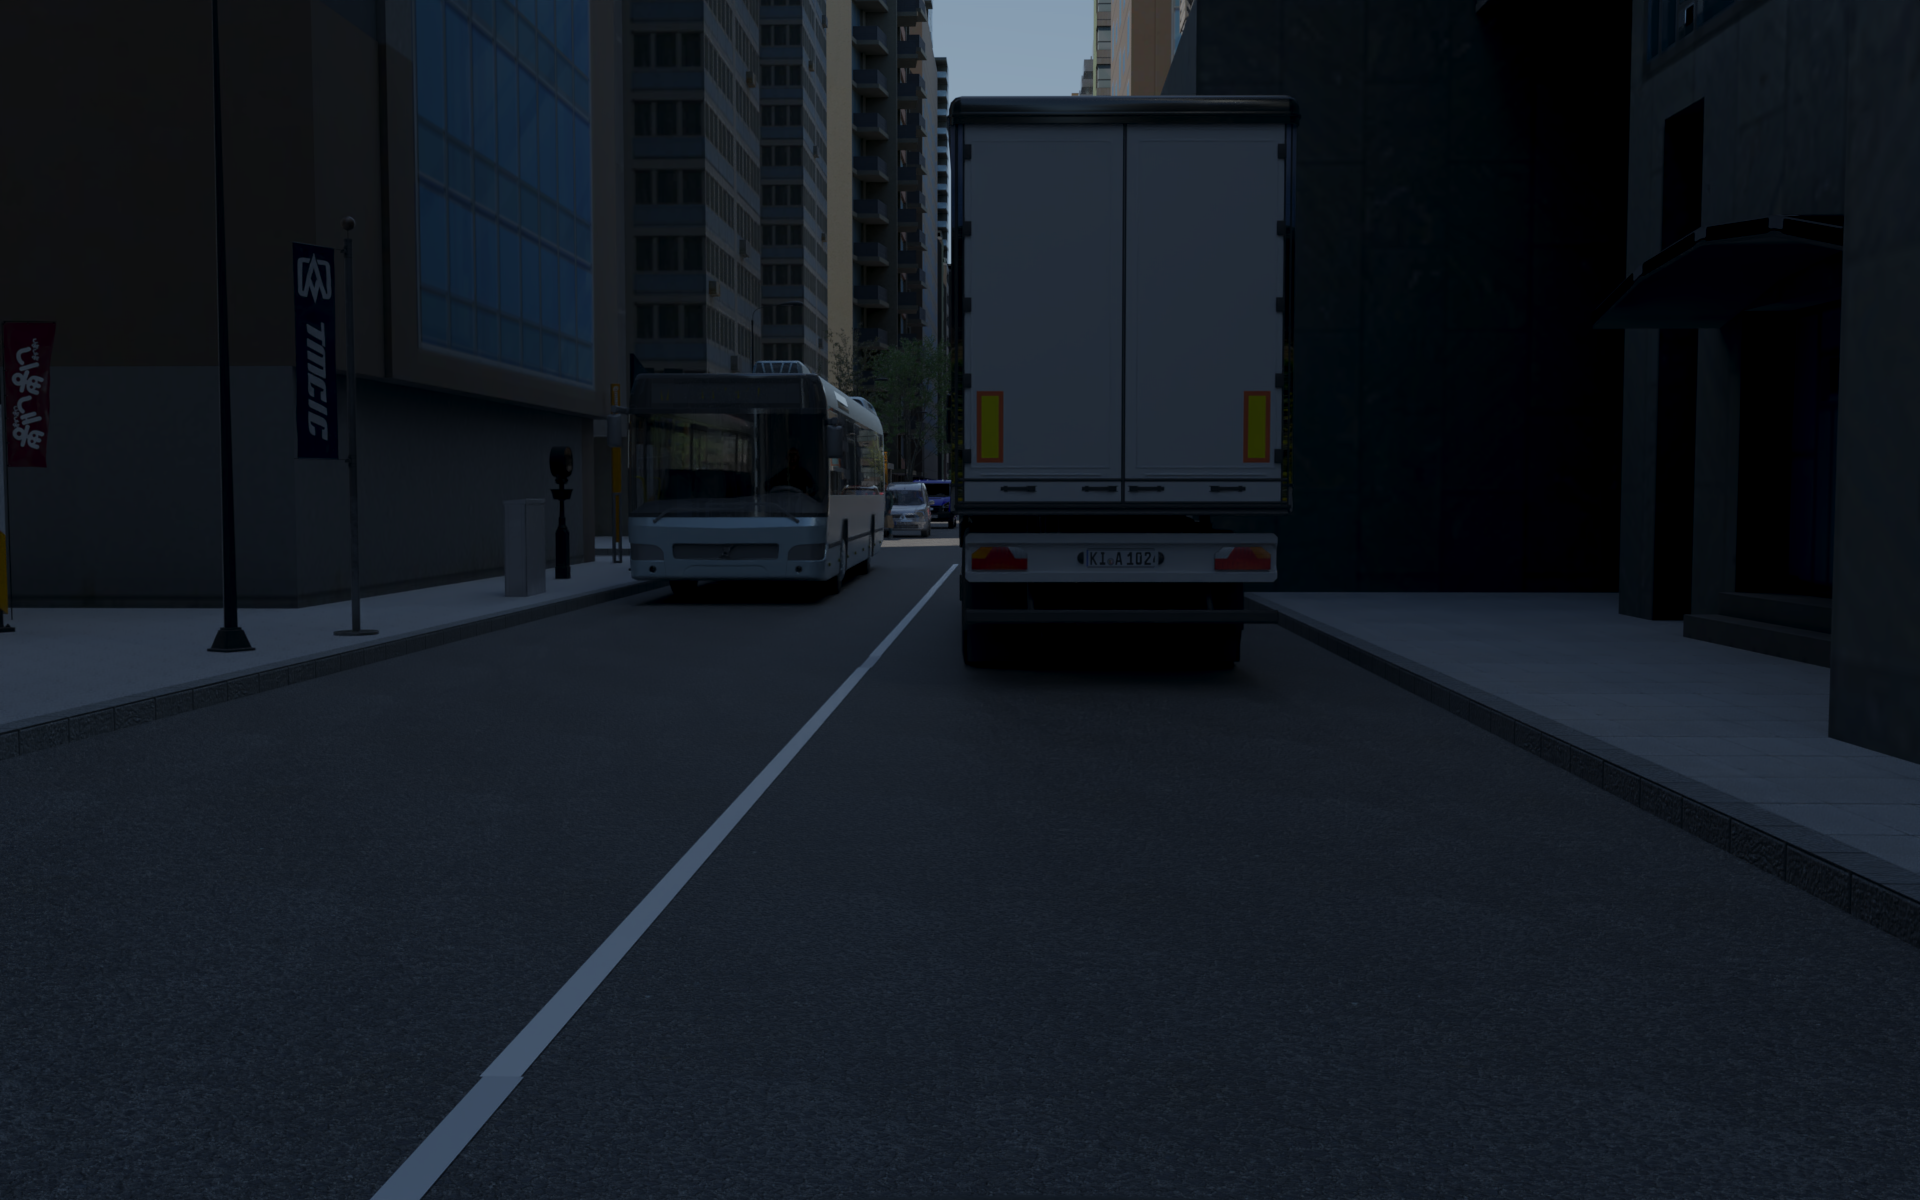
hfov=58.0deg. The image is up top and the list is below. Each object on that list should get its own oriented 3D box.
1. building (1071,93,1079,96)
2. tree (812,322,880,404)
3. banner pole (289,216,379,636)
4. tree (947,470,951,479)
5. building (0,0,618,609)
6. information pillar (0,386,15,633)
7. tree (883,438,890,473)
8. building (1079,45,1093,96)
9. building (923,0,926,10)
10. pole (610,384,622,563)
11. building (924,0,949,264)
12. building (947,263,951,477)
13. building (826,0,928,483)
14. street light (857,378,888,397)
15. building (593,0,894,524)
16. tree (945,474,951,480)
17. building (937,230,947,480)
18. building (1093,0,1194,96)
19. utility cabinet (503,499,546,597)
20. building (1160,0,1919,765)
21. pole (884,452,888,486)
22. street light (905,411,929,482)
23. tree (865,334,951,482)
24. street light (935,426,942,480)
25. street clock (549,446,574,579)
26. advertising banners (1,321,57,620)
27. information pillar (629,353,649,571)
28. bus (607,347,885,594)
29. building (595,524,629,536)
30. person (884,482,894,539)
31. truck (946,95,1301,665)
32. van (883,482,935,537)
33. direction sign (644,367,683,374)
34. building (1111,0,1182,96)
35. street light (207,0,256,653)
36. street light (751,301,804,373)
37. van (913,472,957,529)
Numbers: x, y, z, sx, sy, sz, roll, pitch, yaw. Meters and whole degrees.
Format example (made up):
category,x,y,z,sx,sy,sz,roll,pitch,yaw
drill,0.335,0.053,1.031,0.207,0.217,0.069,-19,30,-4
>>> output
category,x,y,z,sx,sy,sz,roll,pitch,yaw
building,24.542,-43.972,260.939,21.231,58.520,28.212,0,4,2
tree,-5.169,-7.583,74.350,4.360,8.622,3.978,0,3,0
banner pole,-5.625,-1.559,15.514,0.401,3.779,0.863,2,4,28
tree,0.027,-12.773,192.544,4.285,4.588,4.351,0,3,0
building,-13.871,-22.949,25.320,14.200,45.320,14.600,0,4,2
information pillar,-8.997,-1.497,15.838,0.183,3.616,0.504,2,4,30
tree,-4.872,-5.855,79.443,4.285,4.588,4.351,0,3,0
building,23.265,-33.972,175.055,23.786,49.044,30.456,0,4,2
building,-9.819,-30.759,153.025,14.600,45.320,14.200,0,4,2
pole,-6.369,-2.339,32.089,0.158,3.312,0.155,0,3,0
building,-11.136,-56.145,230.644,22.319,86.520,31.000,0,4,2
building,-7.671,-26.746,208.993,14.160,30.474,14.107,0,4,2
building,-13.925,-29.177,131.675,22.147,44.769,28.867,0,4,2
street light,-3.569,-5.929,69.480,1.470,5.913,1.316,0,4,2
building,-20.098,-24.581,93.773,32.217,40.220,23.993,0,4,2
tree,-0.883,-10.446,165.399,1.663,3.219,1.824,0,3,0
building,-9.023,-25.127,182.526,14.160,30.474,14.107,0,4,2
building,16.444,-26.930,123.893,14.154,41.232,14.086,0,4,2
utility cabinet,-5.551,-0.668,22.081,0.306,1.237,1.020,0,4,0
building,14.019,-42.935,14.664,22.319,86.520,31.000,0,4,2
pole,-3.607,-5.521,84.114,0.158,3.312,0.155,0,3,0
street light,-2.514,-7.629,97.274,1.470,5.913,1.316,0,4,2
tree,-3.180,-11.431,112.644,9.928,11.665,9.643,0,3,0
street light,-1.948,-8.954,118.945,1.470,5.913,1.316,0,4,2
street clock,-6.011,-1.321,26.161,0.358,2.002,0.471,0,4,5
advertising banners,-10.183,-1.304,17.513,2.074,3.025,0.090,0,4,-6
information pillar,-5.328,-2.303,29.004,0.183,3.616,0.504,2,4,32
bus,-2.882,-2.006,27.659,2.948,3.499,13.247,0,4,1
building,-19.733,-22.329,56.963,32.217,40.220,23.993,0,4,2
person,-2.362,-2.848,55.047,0.794,1.824,0.713,2,4,35
truck,1.199,-1.768,17.826,2.839,4.237,11.283,0,4,0
van,-1.852,-3.161,58.688,2.013,2.044,4.112,0,4,1
direction sign,-5.400,-2.396,31.169,0.876,3.537,0.379,-2,4,-26
building,13.397,-25.675,69.900,14.600,45.320,14.200,0,4,2
street light,-5.422,-2.534,13.968,1.470,5.913,1.316,0,4,2
street light,-4.463,-4.240,41.859,1.470,5.913,1.316,0,4,2
van,-1.121,-4.217,73.324,2.240,2.365,5.245,0,4,2
